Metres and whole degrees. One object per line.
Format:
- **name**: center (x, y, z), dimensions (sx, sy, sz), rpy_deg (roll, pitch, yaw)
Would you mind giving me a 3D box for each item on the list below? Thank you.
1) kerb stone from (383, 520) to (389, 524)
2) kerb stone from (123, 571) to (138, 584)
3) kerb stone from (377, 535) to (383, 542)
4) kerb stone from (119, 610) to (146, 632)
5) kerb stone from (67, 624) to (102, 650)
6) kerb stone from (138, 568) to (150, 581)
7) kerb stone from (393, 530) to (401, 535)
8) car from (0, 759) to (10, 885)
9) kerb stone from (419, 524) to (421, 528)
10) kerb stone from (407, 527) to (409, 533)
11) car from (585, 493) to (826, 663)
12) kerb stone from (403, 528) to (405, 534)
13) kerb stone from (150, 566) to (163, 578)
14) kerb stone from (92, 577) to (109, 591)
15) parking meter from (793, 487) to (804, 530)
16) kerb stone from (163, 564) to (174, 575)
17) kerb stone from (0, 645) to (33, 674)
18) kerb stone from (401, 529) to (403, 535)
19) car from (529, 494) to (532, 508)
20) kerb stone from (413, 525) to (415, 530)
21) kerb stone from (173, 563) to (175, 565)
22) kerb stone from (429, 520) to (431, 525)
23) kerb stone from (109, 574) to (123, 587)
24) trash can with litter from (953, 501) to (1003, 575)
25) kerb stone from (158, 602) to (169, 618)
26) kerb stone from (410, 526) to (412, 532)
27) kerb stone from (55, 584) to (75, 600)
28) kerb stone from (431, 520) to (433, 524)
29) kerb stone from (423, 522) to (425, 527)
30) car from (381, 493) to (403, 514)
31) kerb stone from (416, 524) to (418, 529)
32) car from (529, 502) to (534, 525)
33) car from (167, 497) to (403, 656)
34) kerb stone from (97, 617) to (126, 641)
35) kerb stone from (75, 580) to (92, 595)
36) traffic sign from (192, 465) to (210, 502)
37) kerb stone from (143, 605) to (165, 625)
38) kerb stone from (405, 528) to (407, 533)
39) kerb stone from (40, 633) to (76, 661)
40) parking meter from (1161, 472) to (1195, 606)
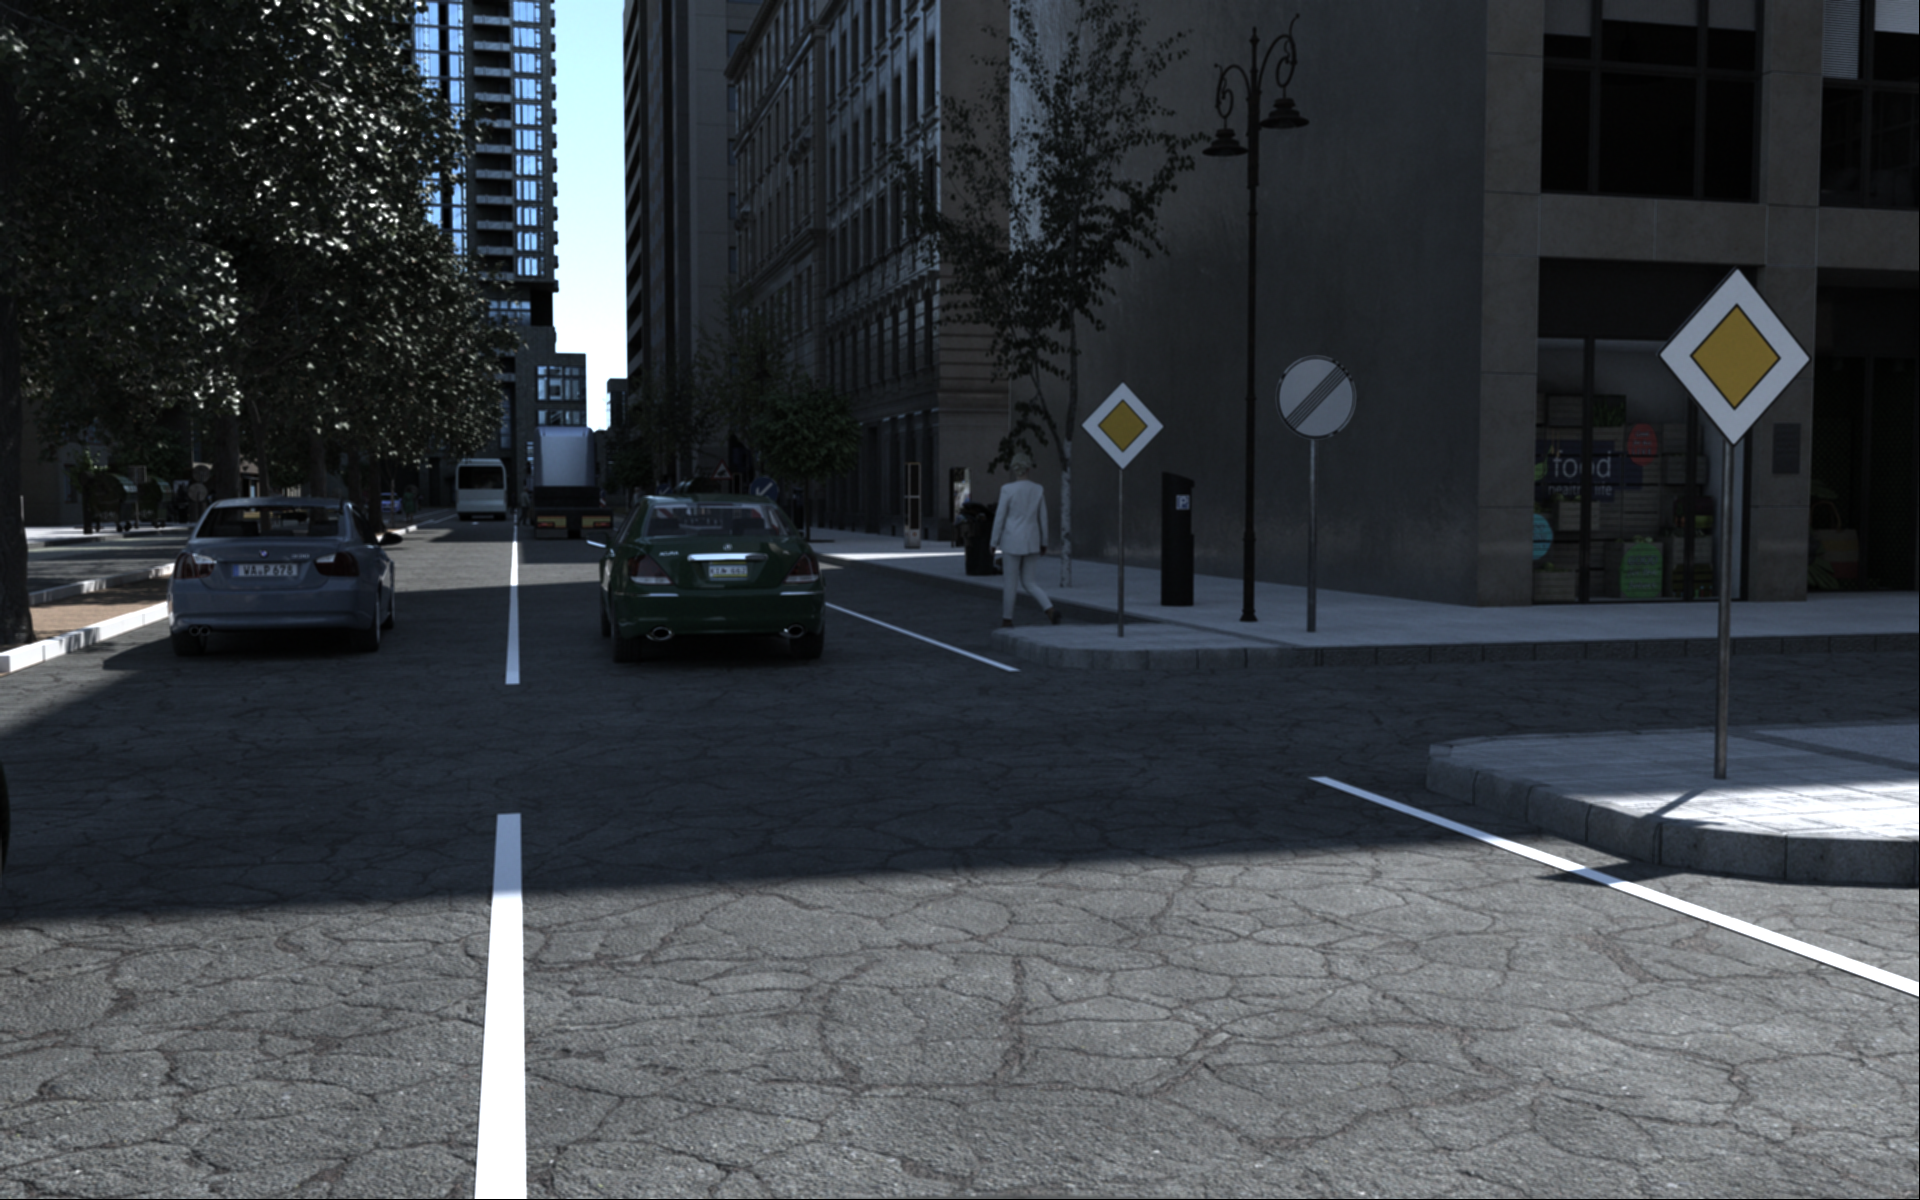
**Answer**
- **kerb stone**: center (-27.883, -3.801, 84.338), dimensions (0.120, 0.150, 1.000), rpy_deg (-1, 4, -14)
- **kerb stone**: center (-13.353, -0.335, 27.676), dimensions (0.120, 0.150, 1.000), rpy_deg (-1, 4, -14)
- **kerb stone**: center (-17.695, -1.886, 53.035), dimensions (0.120, 0.150, 1.000), rpy_deg (-1, 4, -14)
- **kerb stone**: center (-8.775, 0.242, 18.250), dimensions (0.120, 0.150, 1.000), rpy_deg (-1, 4, -14)
- **kerb stone**: center (-8.262, 0.363, 16.267), dimensions (0.120, 0.150, 1.000), rpy_deg (-1, 4, -14)
- **kerb stone**: center (-13.612, -0.396, 28.668), dimensions (0.120, 0.150, 1.000), rpy_deg (-1, 4, -14)
- **kerb stone**: center (-19.222, -2.250, 58.995), dimensions (0.120, 0.150, 1.000), rpy_deg (-1, 4, -14)
- **car**: center (-3.465, 0.372, 3.703), dimensions (2.009, 1.686, 4.222), rpy_deg (-1, 4, -13)
- **kerb stone**: center (-22.279, -2.979, 70.907), dimensions (0.120, 0.150, 1.000), rpy_deg (-1, 4, -14)
- **kerb stone**: center (-20.240, -2.494, 62.978), dimensions (0.120, 0.150, 1.000), rpy_deg (-1, 4, -14)
- **car**: center (-2.421, -0.276, 16.315), dimensions (2.131, 1.459, 4.920), rpy_deg (-1, 4, -13)
- **kerb stone**: center (-19.727, -2.373, 60.988), dimensions (0.120, 0.150, 1.000), rpy_deg (-1, 4, -14)
- **kerb stone**: center (-13.866, -0.455, 29.666), dimensions (0.120, 0.150, 1.000), rpy_deg (-1, 4, -14)
- **kerb stone**: center (-12.846, -0.213, 25.685), dimensions (0.120, 0.150, 1.000), rpy_deg (-1, 4, -14)
- **parking meter**: center (-5.844, -3.315, 62.604), dimensions (0.372, 1.533, 0.369), rpy_deg (0, 3, 0)
- **kerb stone**: center (-14.126, -0.514, 30.667), dimensions (0.120, 0.150, 1.000), rpy_deg (-1, 4, -14)
- **kerb stone**: center (-7.761, 0.486, 14.283), dimensions (0.120, 0.150, 1.000), rpy_deg (-1, 4, -14)
- **kerb stone**: center (-19.478, -2.312, 59.995), dimensions (0.120, 0.150, 1.000), rpy_deg (-1, 4, -14)
- **car**: center (-33.610, -7.659, 137.225), dimensions (2.014, 1.417, 4.499), rpy_deg (-1, 4, -14)
- **kerb stone**: center (-21.262, -2.735, 66.938), dimensions (0.120, 0.150, 1.000), rpy_deg (-1, 4, -14)
- **kerb stone**: center (-14.383, -0.579, 31.656), dimensions (0.120, 0.150, 1.000), rpy_deg (-1, 4, -14)
- **kerb stone**: center (-24.317, -3.467, 78.876), dimensions (0.120, 0.150, 1.000), rpy_deg (-1, 4, -14)
- **kerb stone**: center (-13.105, -0.274, 26.681), dimensions (0.120, 0.150, 1.000), rpy_deg (-1, 4, -14)
- **trash can with litter**: center (0.454, -0.987, 27.530), dimensions (1.055, 1.170, 0.624), rpy_deg (-3, 5, -42)
- **kerb stone**: center (-9.285, 0.120, 20.230), dimensions (0.120, 0.150, 1.000), rpy_deg (-1, 4, -14)
- **kerb stone**: center (-20.751, -2.615, 64.958), dimensions (0.120, 0.150, 1.000), rpy_deg (-1, 4, -14)
- **kerb stone**: center (-12.339, -0.092, 23.704), dimensions (0.120, 0.150, 1.000), rpy_deg (-1, 4, -14)
- **kerb stone**: center (-24.825, -3.588, 80.861), dimensions (0.120, 0.150, 1.000), rpy_deg (-1, 4, -14)
- **kerb stone**: center (-23.040, -3.160, 73.900), dimensions (0.120, 0.150, 1.000), rpy_deg (-1, 4, -14)
- **car**: center (-41.328, -7.078, 125.314), dimensions (1.945, 1.707, 3.694), rpy_deg (-1, 4, -15)
- **kerb stone**: center (-21.766, -2.858, 68.921), dimensions (0.120, 0.150, 1.000), rpy_deg (-1, 4, -14)
- **car**: center (-19.086, -4.209, 80.617), dimensions (2.131, 1.459, 4.920), rpy_deg (-1, 4, -14)
- **car**: center (-6.471, -0.292, 16.776), dimensions (2.014, 1.417, 4.499), rpy_deg (-1, 4, -15)
- **kerb stone**: center (-8.518, 0.302, 17.260), dimensions (0.120, 0.150, 1.000), rpy_deg (-1, 4, -14)
- **kerb stone**: center (-12.597, -0.153, 24.694), dimensions (0.120, 0.150, 1.000), rpy_deg (-1, 4, -14)
- **traffic sign**: center (-32.921, -4.592, 75.188), dimensions (0.768, 2.556, 0.104), rpy_deg (-1, 4, -8)
- **kerb stone**: center (-9.028, 0.186, 19.241), dimensions (0.120, 0.150, 1.000), rpy_deg (-1, 4, -14)
- **kerb stone**: center (-19.983, -2.434, 61.986), dimensions (0.120, 0.150, 1.000), rpy_deg (-1, 4, -14)
- **kerb stone**: center (-8.007, 0.427, 15.275), dimensions (0.120, 0.150, 1.000), rpy_deg (-1, 4, -14)
- **parking meter**: center (2.502, -0.703, 19.908), dimensions (0.372, 1.533, 0.369), rpy_deg (0, 3, 0)
